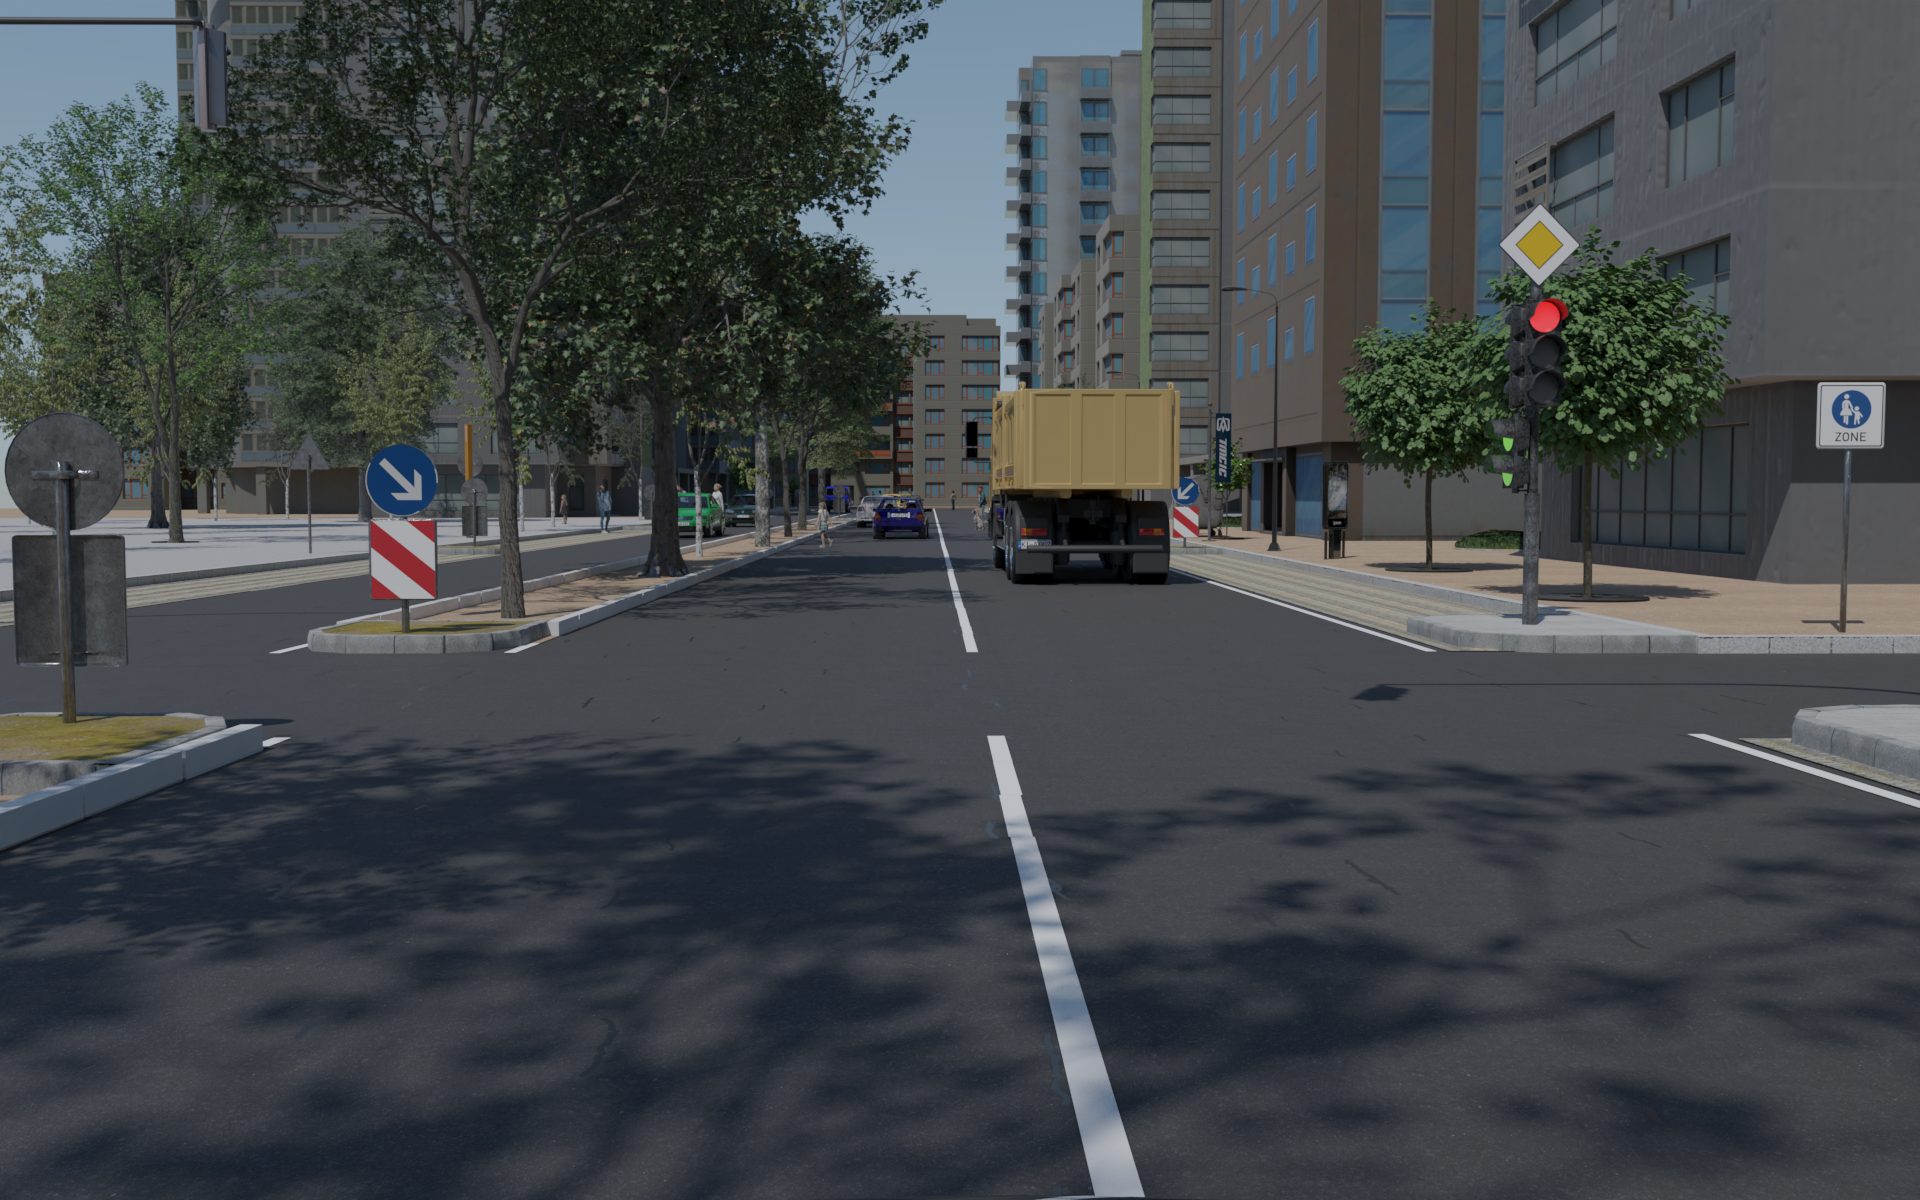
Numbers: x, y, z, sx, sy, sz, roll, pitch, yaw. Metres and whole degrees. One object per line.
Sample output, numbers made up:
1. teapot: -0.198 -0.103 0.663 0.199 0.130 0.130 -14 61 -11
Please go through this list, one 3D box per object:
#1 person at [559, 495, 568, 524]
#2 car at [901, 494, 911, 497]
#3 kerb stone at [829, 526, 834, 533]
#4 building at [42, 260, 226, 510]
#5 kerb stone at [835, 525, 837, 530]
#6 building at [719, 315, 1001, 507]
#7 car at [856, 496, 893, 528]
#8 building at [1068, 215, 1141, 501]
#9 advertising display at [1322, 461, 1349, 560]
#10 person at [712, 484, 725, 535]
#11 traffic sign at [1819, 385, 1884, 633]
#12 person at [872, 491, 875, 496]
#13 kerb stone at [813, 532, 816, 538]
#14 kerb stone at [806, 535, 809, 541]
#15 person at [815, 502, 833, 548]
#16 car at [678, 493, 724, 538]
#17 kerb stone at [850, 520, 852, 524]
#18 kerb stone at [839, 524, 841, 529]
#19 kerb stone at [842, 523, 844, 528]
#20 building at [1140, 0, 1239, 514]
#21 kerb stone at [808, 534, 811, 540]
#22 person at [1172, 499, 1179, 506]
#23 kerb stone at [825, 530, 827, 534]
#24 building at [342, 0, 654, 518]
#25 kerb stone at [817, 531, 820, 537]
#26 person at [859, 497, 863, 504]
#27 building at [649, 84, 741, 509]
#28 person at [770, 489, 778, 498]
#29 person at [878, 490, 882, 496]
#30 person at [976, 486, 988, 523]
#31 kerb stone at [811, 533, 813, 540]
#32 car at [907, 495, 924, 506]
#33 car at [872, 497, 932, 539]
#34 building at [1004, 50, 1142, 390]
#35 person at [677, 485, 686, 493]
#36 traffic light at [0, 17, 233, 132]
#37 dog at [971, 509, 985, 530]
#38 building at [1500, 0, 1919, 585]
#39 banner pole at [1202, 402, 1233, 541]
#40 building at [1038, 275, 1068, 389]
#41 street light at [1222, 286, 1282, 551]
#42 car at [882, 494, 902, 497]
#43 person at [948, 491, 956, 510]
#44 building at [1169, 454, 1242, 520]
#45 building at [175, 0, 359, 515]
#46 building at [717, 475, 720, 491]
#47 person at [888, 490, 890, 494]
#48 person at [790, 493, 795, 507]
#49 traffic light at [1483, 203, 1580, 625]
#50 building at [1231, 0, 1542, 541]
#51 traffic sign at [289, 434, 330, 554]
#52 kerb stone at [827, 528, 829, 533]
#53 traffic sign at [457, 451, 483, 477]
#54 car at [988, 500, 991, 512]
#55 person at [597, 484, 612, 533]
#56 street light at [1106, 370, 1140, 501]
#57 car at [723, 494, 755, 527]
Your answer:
1. person: -16.881 -3.852 73.698 0.373 1.253 0.362 1 4 21
2. car: -5.302 -9.630 167.671 2.015 1.641 3.980 0 4 -1
3. kerb stone: -4.932 -2.622 65.067 0.120 0.150 1.000 0 4 -1
4. building: -57.681 -18.664 150.190 28.899 21.520 27.650 0 4 -1
5. kerb stone: -4.960 -2.748 67.118 0.120 0.150 1.000 0 4 -1
6. building: -10.519 -21.189 191.471 28.899 21.520 27.650 0 4 -1
7. car: -3.502 -3.850 75.307 2.083 1.381 4.827 0 3 0
8. building: 22.788 -16.940 122.010 27.650 21.520 28.899 0 4 -1
9. advertising display: 7.402 -1.771 34.162 0.123 1.923 0.974 3 4 36
10. person: -8.509 -3.195 60.956 0.641 1.798 0.478 -3 5 -40
11. traffic sign: 8.178 -0.847 15.978 0.606 2.300 0.079 0 4 1
12. person: -8.232 -9.634 166.844 0.721 1.723 1.217 2 4 28
13. kerb stone: -4.745 -1.995 54.807 0.120 0.150 1.000 0 4 -1
14. kerb stone: -4.693 -1.804 51.740 0.120 0.150 1.000 0 4 -1
15. person: -3.648 -2.011 46.394 0.382 1.210 0.505 2 4 35
16. car: -9.008 -3.011 58.019 1.959 1.807 4.718 0 4 -1
17. kerb stone: -5.174 -3.500 79.453 0.120 0.150 1.000 0 4 -1
18. kerb stone: -5.017 -2.932 70.201 0.120 0.150 1.000 0 4 -1
19. kerb stone: -5.050 -3.058 72.251 0.120 0.150 1.000 0 4 -1
20. building: 17.255 -25.459 99.857 14.154 41.232 14.086 0 4 -1
21. kerb stone: -4.714 -1.870 52.762 0.120 0.150 1.000 0 4 -1
22. person: 9.104 -4.020 71.636 0.638 1.841 0.748 0 4 4
23. kerb stone: -4.854 -2.364 60.966 0.120 0.150 1.000 0 4 -1
24. building: -25.636 -25.354 98.136 14.154 41.232 14.086 0 4 -1
25. kerb stone: -4.780 -2.119 56.851 0.120 0.150 1.000 0 4 -1
26. person: -4.597 -4.158 80.759 0.475 1.303 0.640 2 4 34
27. building: -31.106 -27.918 148.343 23.993 40.220 32.217 0 4 -1
28. person: -17.799 -9.747 165.490 0.705 1.814 1.350 2 4 27
29. person: -6.638 -8.088 141.416 0.721 1.739 1.217 0 4 -5
30. person: 1.042 -4.718 85.628 0.713 1.824 0.794 0 4 5
31. kerb stone: -4.730 -1.932 53.784 0.120 0.150 1.000 0 4 -1
32. car: -4.254 -8.949 158.897 1.945 1.354 3.894 0 4 -1
33. car: -1.899 -2.677 56.357 1.945 1.354 3.894 0 4 1
34. building: 20.093 -34.878 189.859 30.456 49.044 23.786 0 4 -1
35. person: -10.813 -3.578 67.269 0.793 1.790 0.793 2 4 35
36. traffic light: -9.482 -2.570 16.681 4.771 5.953 1.251 0 4 -1
37. dog: 0.752 -3.201 69.181 0.513 0.831 0.800 0 4 -6
38. building: 17.662 -20.977 26.569 14.086 41.232 14.154 0 4 -1
39. banner pole: 7.008 -3.493 47.126 0.863 3.779 0.401 -1 4 -15
40. building: 21.556 -18.730 151.276 27.650 21.520 28.899 0 4 -1
41. street light: 6.529 -4.052 38.789 1.470 5.913 1.316 0 4 -1
42. car: -4.139 -5.846 105.812 2.015 1.641 3.980 0 3 0
43. person: -0.673 -8.899 154.708 0.721 1.736 1.217 2 4 32
44. building: 26.823 -23.743 80.071 32.217 40.220 23.993 0 4 -1
45. building: -34.708 -26.060 117.960 32.217 40.220 23.993 0 4 -1
46. building: -32.155 -32.703 184.811 14.200 45.320 14.600 0 4 -1
47. person: -4.728 -6.512 115.794 1.217 1.723 0.721 0 4 -7
48. person: -16.679 -9.999 172.705 1.217 1.735 0.721 -2 4 -28
49. traffic light: 5.586 -1.713 16.924 0.839 4.253 0.868 0 4 -1
50. building: 16.527 -24.622 52.687 14.600 45.320 14.200 0 4 -1
51. traffic sign: -13.998 -2.278 37.251 0.884 2.594 0.081 0 4 2
52. kerb stone: -4.881 -2.432 61.993 0.120 0.150 1.000 0 4 -1
53. traffic sign: -14.493 -3.127 51.235 0.768 2.556 0.104 0 4 3
54. car: 3.254 -7.656 137.750 1.945 1.354 3.894 0 4 -2
55. person: -12.893 -3.304 62.782 0.793 1.790 0.793 0 4 6
56. street light: 6.192 -5.669 65.232 1.470 5.913 1.316 0 4 -1
57. car: -9.360 -4.058 76.134 2.009 1.686 4.222 0 4 -2
